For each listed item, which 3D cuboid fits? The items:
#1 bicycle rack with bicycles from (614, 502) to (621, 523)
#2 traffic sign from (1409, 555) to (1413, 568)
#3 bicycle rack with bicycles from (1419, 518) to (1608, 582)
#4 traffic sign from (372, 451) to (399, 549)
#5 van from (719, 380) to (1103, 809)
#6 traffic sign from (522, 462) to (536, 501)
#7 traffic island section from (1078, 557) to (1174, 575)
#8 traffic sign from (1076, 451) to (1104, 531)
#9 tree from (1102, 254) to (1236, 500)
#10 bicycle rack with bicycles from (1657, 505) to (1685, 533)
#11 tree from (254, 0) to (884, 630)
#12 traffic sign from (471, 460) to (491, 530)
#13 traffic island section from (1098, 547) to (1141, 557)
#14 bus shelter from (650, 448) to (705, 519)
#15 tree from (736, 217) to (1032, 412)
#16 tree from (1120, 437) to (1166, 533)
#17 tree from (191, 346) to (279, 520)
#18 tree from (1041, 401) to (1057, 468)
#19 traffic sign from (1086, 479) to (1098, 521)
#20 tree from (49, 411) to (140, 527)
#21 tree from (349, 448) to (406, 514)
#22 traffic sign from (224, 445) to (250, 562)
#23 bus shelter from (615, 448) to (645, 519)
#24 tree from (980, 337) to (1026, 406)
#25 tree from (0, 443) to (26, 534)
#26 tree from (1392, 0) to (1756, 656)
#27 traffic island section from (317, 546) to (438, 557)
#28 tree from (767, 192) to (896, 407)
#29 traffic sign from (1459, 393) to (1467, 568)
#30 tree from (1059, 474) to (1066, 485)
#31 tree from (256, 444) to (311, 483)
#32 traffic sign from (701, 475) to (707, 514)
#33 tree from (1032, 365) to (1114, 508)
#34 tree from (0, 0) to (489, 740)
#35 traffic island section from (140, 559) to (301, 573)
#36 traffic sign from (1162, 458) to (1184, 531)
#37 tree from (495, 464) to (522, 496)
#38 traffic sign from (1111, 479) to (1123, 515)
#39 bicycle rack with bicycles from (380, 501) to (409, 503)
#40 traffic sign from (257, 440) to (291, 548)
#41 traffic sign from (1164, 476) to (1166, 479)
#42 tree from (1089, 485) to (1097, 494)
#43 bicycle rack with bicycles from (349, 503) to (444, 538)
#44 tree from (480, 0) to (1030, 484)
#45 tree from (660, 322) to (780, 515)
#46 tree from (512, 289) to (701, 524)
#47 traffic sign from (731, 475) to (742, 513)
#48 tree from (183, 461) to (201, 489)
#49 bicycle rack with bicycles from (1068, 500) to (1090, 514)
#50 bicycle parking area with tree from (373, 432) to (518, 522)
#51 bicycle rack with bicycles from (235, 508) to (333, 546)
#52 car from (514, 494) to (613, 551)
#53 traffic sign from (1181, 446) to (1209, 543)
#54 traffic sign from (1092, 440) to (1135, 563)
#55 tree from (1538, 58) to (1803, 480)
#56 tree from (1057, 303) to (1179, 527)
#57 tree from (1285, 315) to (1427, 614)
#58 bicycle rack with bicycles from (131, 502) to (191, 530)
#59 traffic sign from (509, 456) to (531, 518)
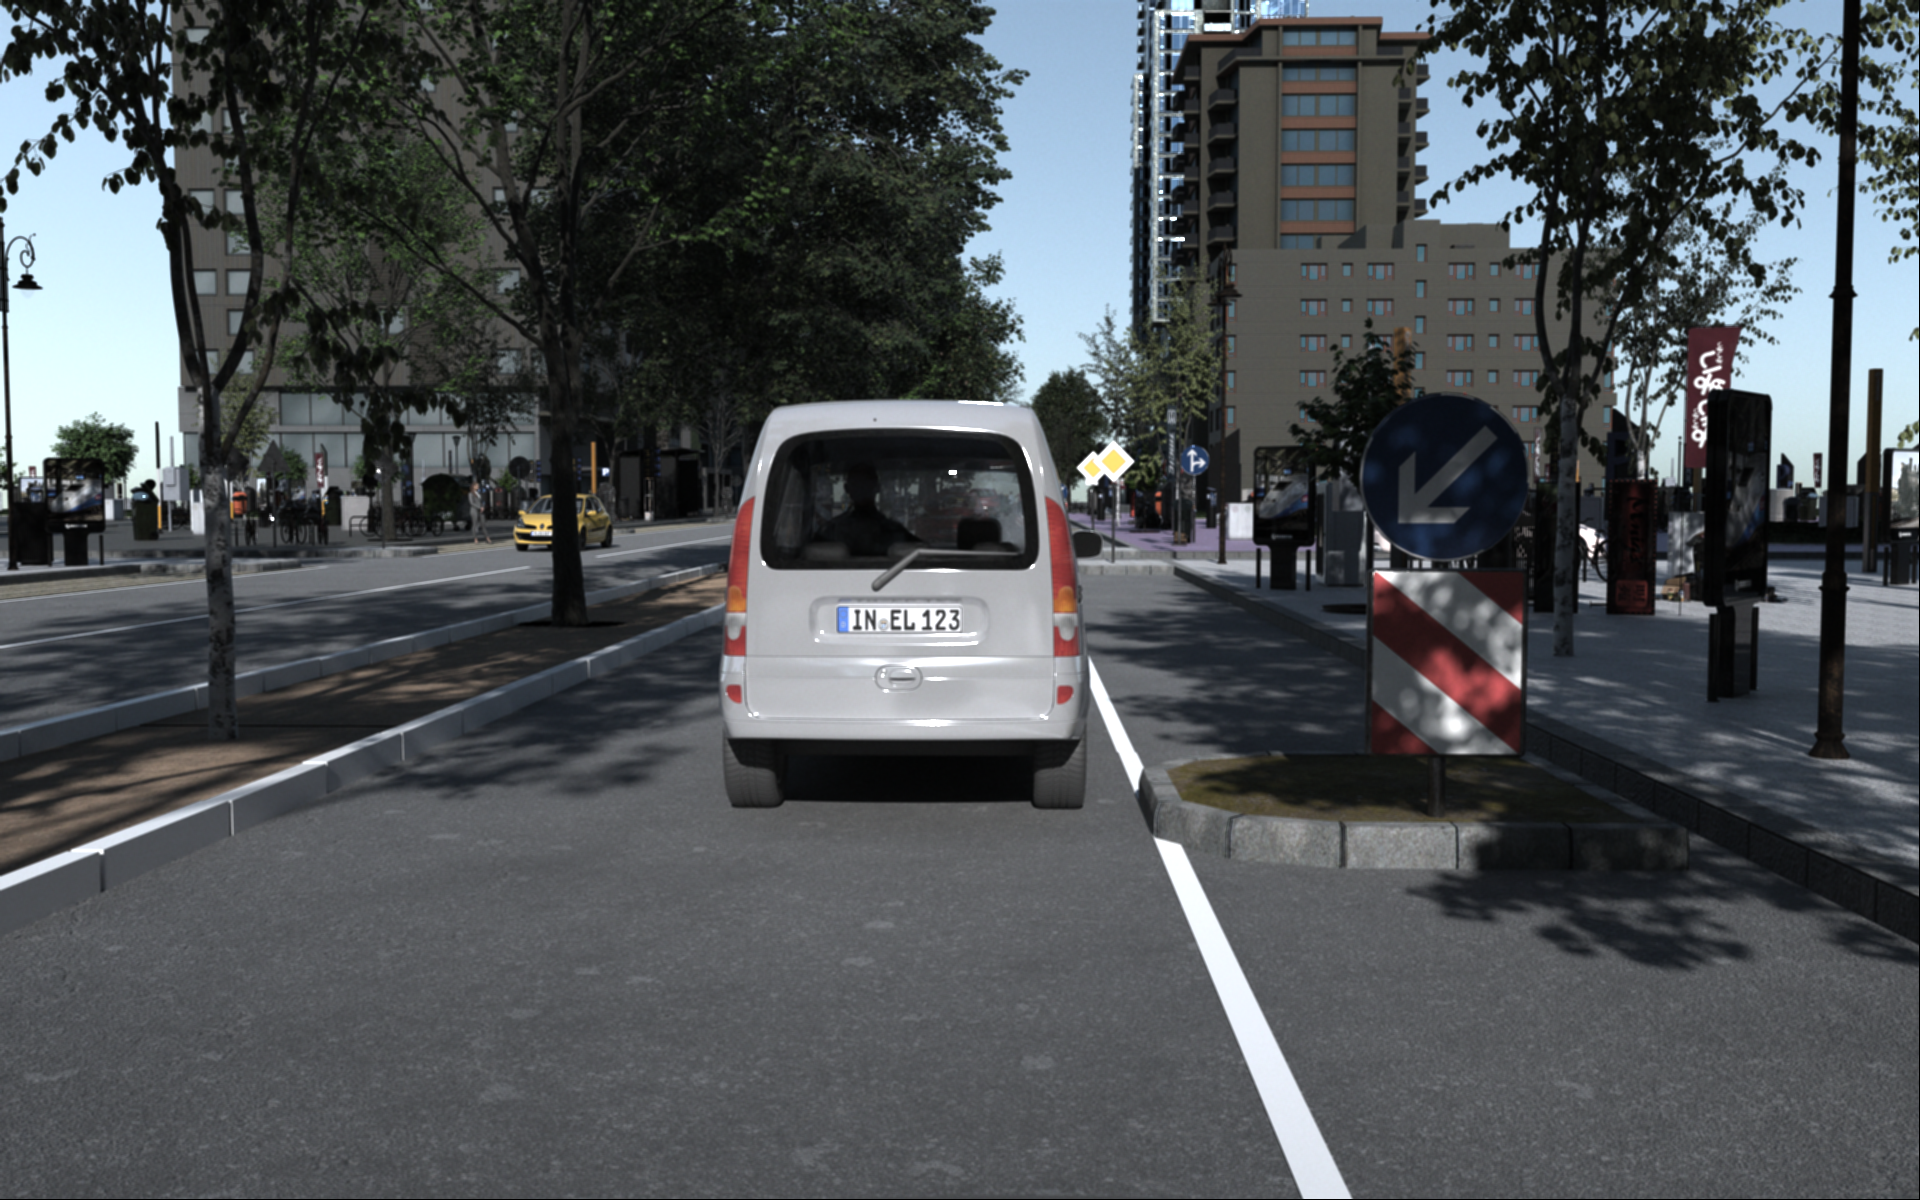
[{"bbox_3d":[-16.382,-3.923,77.528,2.852,0.926,2.925,0,4,-1],"label":"bicycle rack with bicycles"},{"bbox_3d":[6.638,-1.426,25.440,0.606,2.300,0.079,0,4,8],"label":"traffic sign"},{"bbox_3d":[8.228,-0.784,26.193,2.852,0.926,2.925,0,4,-8],"label":"bicycle rack with bicycles"},{"bbox_3d":[-13.552,-2.264,40.666,0.795,2.450,0.064,0,4,2],"label":"traffic sign"},{"bbox_3d":[-0.209,-0.138,9.269,2.013,2.044,4.112,0,4,1],"label":"van"},{"bbox_3d":[-16.967,-4.142,67.828,0.768,2.556,0.104,1,4,10],"label":"traffic sign"},{"bbox_3d":[2.871,-0.610,32.248,2.009,0.180,2.903,0,4,2],"label":"traffic island section"},{"bbox_3d":[3.085,-2.233,40.153,0.795,2.450,0.064,0,4,2],"label":"traffic sign"},{"bbox_3d":[6.690,-6.320,53.694,4.737,8.622,4.395,0,3,0],"label":"tree"},{"bbox_3d":[23.391,-2.764,58.577,2.925,0.926,2.852,0,4,-8],"label":"bicycle rack with bicycles"},{"bbox_3d":[-4.330,-5.523,18.512,9.928,11.665,9.643,0,3,0],"label":"tree"},{"bbox_3d":[-17.135,-3.783,61.952,0.768,2.556,0.104,0,4,8],"label":"traffic sign"},{"bbox_3d":[3.109,-1.098,40.230,2.009,0.180,2.903,0,4,2],"label":"traffic island section"},{"bbox_3d":[-14.839,-6.121,91.361,1.731,3.624,6.357,0,4,2],"label":"bus shelter"},{"bbox_3d":[-2.544,-8.533,58.982,9.611,12.733,9.660,0,3,0],"label":"tree"},{"bbox_3d":[6.158,-3.875,57.961,1.663,3.219,1.824,0,3,0],"label":"tree"},{"bbox_3d":[-35.644,-8.280,85.743,4.737,8.622,4.395,0,3,0],"label":"tree"},{"bbox_3d":[7.828,-11.175,133.080,4.360,8.622,3.978,0,3,0],"label":"tree"},{"bbox_3d":[6.320,-4.951,83.085,0.606,2.300,0.079,1,4,9],"label":"traffic sign"},{"bbox_3d":[-34.219,-5.186,68.497,4.285,4.588,4.351,0,3,0],"label":"tree"},{"bbox_3d":[-36.473,-7.614,108.209,4.285,4.588,4.351,0,3,0],"label":"tree"},{"bbox_3d":[-13.789,-1.776,32.685,0.795,2.450,0.064,0,4,2],"label":"traffic sign"},{"bbox_3d":[-16.651,-6.112,91.214,1.731,3.624,6.357,0,4,2],"label":"bus shelter"},{"bbox_3d":[-1.730,-10.949,91.837,12.009,13.543,11.850,0,3,0],"label":"tree"},{"bbox_3d":[-30.973,-3.705,55.178,1.663,3.219,1.824,0,3,0],"label":"tree"},{"bbox_3d":[5.027,-3.862,13.506,4.737,8.622,4.395,0,3,0],"label":"tree"},{"bbox_3d":[-13.575,-1.128,40.728,2.009,0.180,2.903,0,4,2],"label":"traffic island section"},{"bbox_3d":[-3.405,-5.446,41.855,4.737,8.622,4.395,0,3,0],"label":"tree"},{"bbox_3d":[6.470,-1.364,22.306,0.884,2.594,0.081,0,4,6],"label":"traffic sign"},{"bbox_3d":[12.330,-20.283,238.286,9.857,13.997,8.962,0,3,0],"label":"tree"},{"bbox_3d":[-44.152,-7.912,113.082,4.285,4.588,4.351,0,3,0],"label":"tree"},{"bbox_3d":[-17.050,-6.966,114.006,0.768,2.556,0.104,0,4,6],"label":"traffic sign"},{"bbox_3d":[9.628,-14.489,153.899,9.611,12.733,9.660,0,3,0],"label":"tree"},{"bbox_3d":[-4.282,-3.472,9.591,4.360,8.622,3.978,0,3,0],"label":"tree"},{"bbox_3d":[-13.813,-0.640,32.747,2.009,0.180,2.903,0,4,2],"label":"traffic island section"},{"bbox_3d":[7.348,-3.651,59.799,0.768,2.556,0.104,1,4,9],"label":"traffic sign"},{"bbox_3d":[-28.594,-7.057,109.976,1.663,3.219,1.824,0,3,0],"label":"tree"},{"bbox_3d":[8.079,-5.359,87.624,0.884,2.594,0.081,1,4,10],"label":"traffic sign"},{"bbox_3d":[-21.509,-3.295,67.253,2.852,0.926,2.925,-1,4,-13],"label":"bicycle rack with bicycles"},{"bbox_3d":[-16.429,-2.536,41.466,0.884,2.594,0.081,1,4,11],"label":"traffic sign"},{"bbox_3d":[9.061,-4.520,74.012,0.768,2.556,0.104,0,4,3],"label":"traffic sign"},{"bbox_3d":[7.557,-6.063,93.726,1.663,3.219,1.824,0,3,0],"label":"tree"},{"bbox_3d":[-16.875,-2.372,52.156,2.852,0.926,2.925,3,5,42],"label":"bicycle rack with bicycles"},{"bbox_3d":[-3.315,-7.295,28.389,9.857,13.997,8.962,0,3,0],"label":"tree"},{"bbox_3d":[-14.774,-11.948,105.722,12.009,13.543,11.850,0,3,0],"label":"tree"},{"bbox_3d":[-15.047,-8.528,73.846,8.767,10.594,7.601,0,4,-7],"label":"tree"},{"bbox_3d":[-14.954,-7.080,115.860,0.768,2.556,0.104,0,4,4],"label":"traffic sign"},{"bbox_3d":[-43.885,-6.373,98.792,1.663,3.219,1.824,0,3,0],"label":"tree"},{"bbox_3d":[8.290,-6.027,111.925,2.852,0.926,2.925,3,4,38],"label":"bicycle rack with bicycles"},{"bbox_3d":[-25.020,-5.876,83.070,9.016,4.147,8.231,1,4,20],"label":"bicycle parking area with tree"},{"bbox_3d":[-17.252,-1.868,43.918,2.852,0.926,2.925,-1,4,-22],"label":"bicycle rack with bicycles"},{"bbox_3d":[-10.223,-2.109,44.700,2.015,1.641,3.980,0,4,3],"label":"car"},{"bbox_3d":[6.178,-2.789,45.709,0.768,2.556,0.104,0,4,2],"label":"traffic sign"},{"bbox_3d":[2.848,-1.745,32.171,0.795,2.450,0.064,0,4,2],"label":"traffic sign"},{"bbox_3d":[12.106,-4.875,30.065,4.360,8.622,3.978,0,3,0],"label":"tree"},{"bbox_3d":[6.427,-7.174,67.653,4.360,8.622,3.978,0,3,0],"label":"tree"},{"bbox_3d":[4.352,-1.485,18.889,1.663,3.219,1.824,0,3,0],"label":"tree"},{"bbox_3d":[-28.247,-3.012,62.622,2.925,0.926,2.852,-3,5,-42],"label":"bicycle rack with bicycles"},{"bbox_3d":[-14.895,-3.576,58.572,0.768,2.556,0.104,0,4,8],"label":"traffic sign"}]
